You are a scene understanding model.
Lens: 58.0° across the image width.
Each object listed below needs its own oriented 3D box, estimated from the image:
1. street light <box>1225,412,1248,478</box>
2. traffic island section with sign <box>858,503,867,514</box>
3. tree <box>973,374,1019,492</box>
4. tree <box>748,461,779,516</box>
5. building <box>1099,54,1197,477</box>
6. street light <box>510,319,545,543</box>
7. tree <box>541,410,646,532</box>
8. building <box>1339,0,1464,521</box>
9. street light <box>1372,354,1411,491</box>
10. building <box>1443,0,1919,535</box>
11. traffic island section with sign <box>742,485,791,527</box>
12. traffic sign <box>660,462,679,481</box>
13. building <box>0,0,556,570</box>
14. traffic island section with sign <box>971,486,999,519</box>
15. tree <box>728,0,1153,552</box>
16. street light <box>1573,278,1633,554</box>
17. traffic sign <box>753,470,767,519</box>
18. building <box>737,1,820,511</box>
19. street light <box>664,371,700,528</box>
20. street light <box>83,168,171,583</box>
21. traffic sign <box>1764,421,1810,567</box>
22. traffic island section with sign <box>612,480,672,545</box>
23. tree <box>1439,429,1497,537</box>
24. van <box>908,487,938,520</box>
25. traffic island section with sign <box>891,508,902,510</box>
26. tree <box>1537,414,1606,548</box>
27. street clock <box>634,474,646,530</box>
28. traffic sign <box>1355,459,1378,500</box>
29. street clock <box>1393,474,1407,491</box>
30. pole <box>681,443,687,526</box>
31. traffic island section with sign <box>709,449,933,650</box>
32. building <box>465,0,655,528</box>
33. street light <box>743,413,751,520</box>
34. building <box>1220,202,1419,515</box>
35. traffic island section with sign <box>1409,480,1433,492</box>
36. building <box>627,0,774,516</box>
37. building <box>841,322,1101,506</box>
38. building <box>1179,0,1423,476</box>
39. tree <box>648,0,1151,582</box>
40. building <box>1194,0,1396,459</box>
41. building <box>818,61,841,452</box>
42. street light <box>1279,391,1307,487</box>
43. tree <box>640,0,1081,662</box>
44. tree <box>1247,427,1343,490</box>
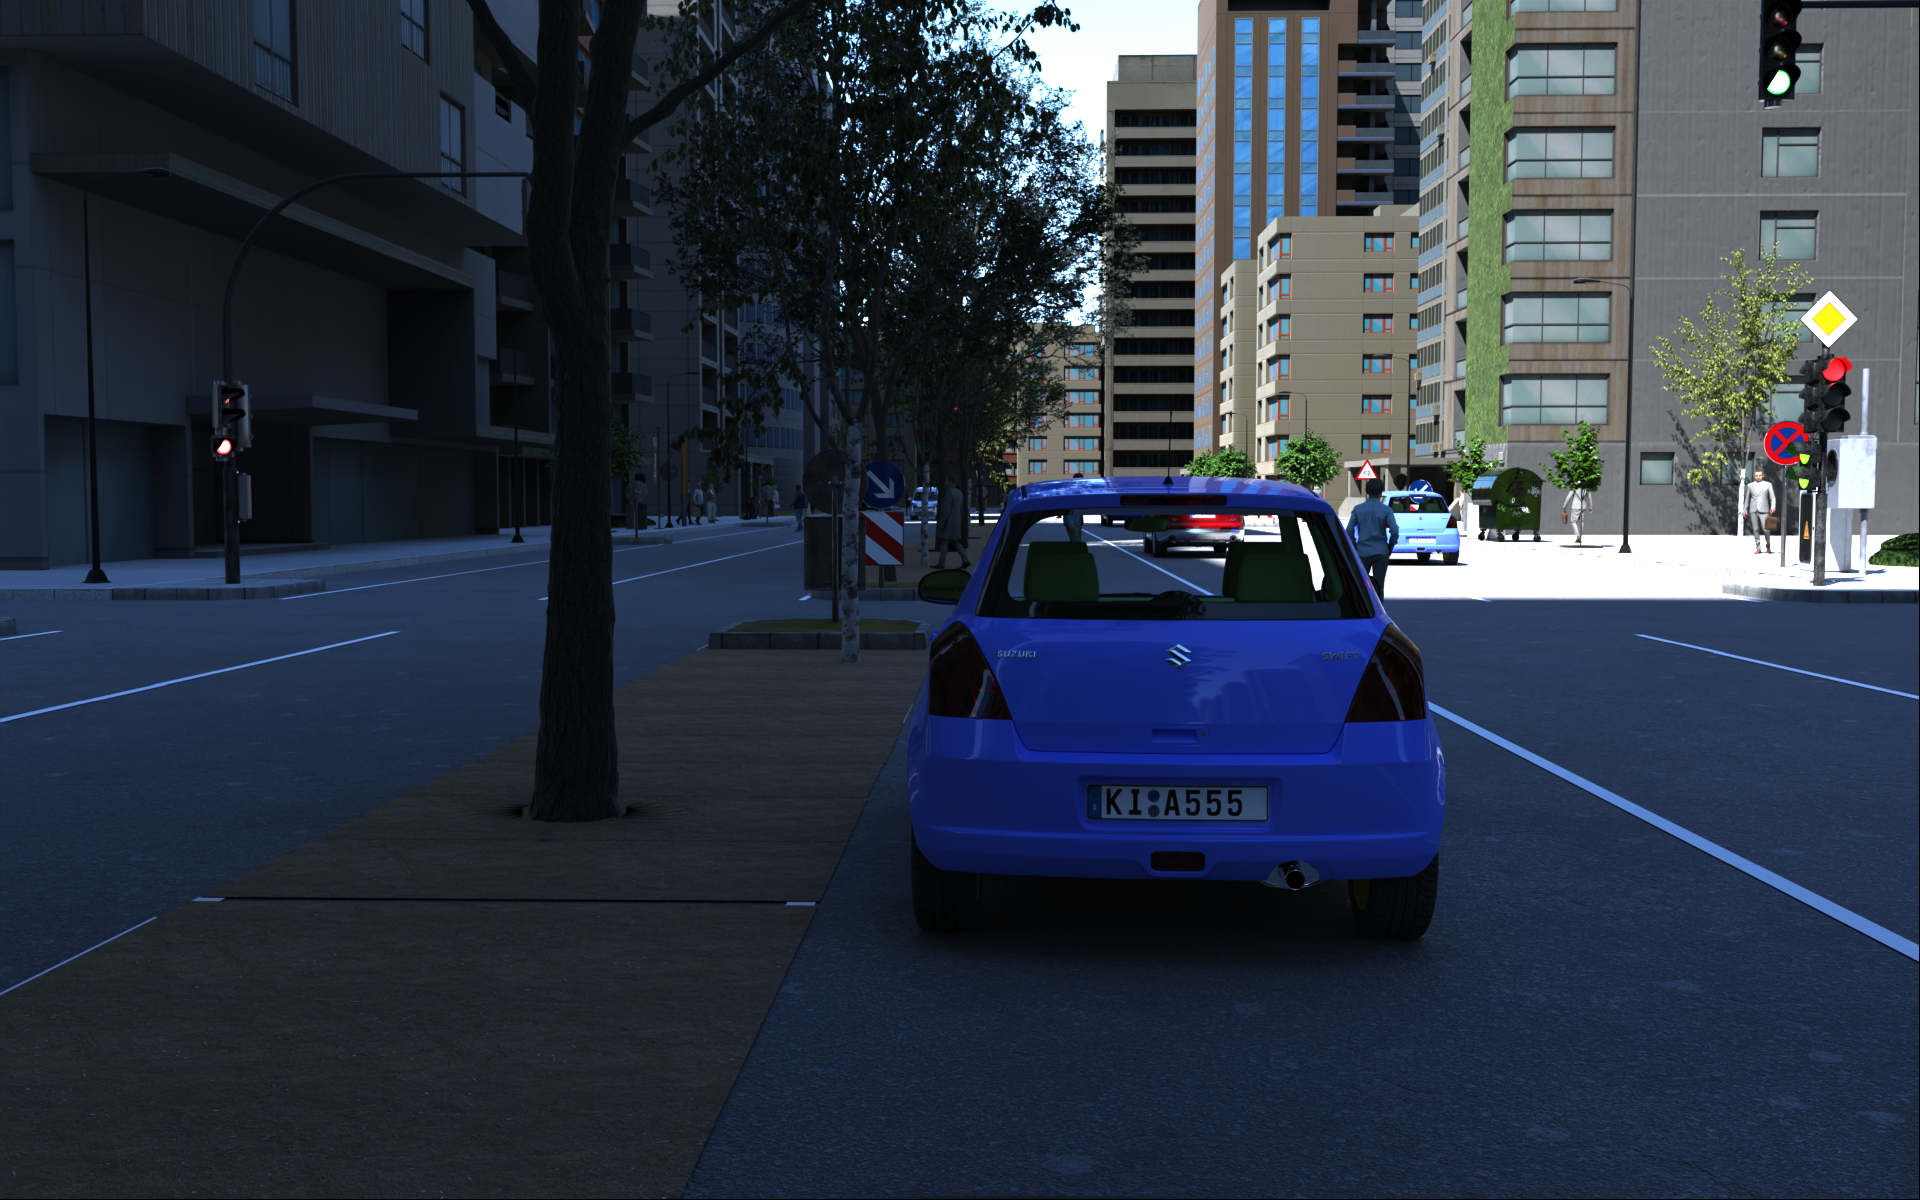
[{"bbox_3d":[15.726,-7.694,98.332,1.470,5.913,1.316,0,4,2],"label":"street light"},{"bbox_3d":[-7.034,-7.211,126.524,1.989,1.847,2.006,0,4,2],"label":"traffic island section with sign"},{"bbox_3d":[1.059,-8.076,84.858,4.737,8.622,4.395,0,3,0],"label":"tree"},{"bbox_3d":[-11.337,-6.446,99.997,1.663,3.219,1.824,0,3,0],"label":"tree"},{"bbox_3d":[26.383,-34.950,195.128,21.600,48.544,21.300,0,4,2],"label":"building"},{"bbox_3d":[-11.145,-4.466,45.555,1.470,5.913,1.316,0,4,2],"label":"street light"},{"bbox_3d":[-12.335,-4.553,58.152,4.285,4.588,4.351,0,3,0],"label":"tree"},{"bbox_3d":[36.603,-24.110,86.082,32.217,40.220,23.993,0,4,2],"label":"building"},{"bbox_3d":[14.405,-5.210,57.720,1.470,5.913,1.316,0,4,2],"label":"street light"},{"bbox_3d":[24.257,-22.986,59.422,14.154,41.232,14.086,0,4,2],"label":"building"},{"bbox_3d":[-8.540,-4.163,76.695,1.989,1.847,2.006,0,4,2],"label":"traffic island section with sign"},{"bbox_3d":[-11.373,-4.135,67.705,0.768,2.556,0.104,0,4,6],"label":"traffic sign"},{"bbox_3d":[-26.132,-27.576,40.102,28.713,52.752,27.495,0,4,2],"label":"building"},{"bbox_3d":[1.218,-5.576,99.298,2.006,1.907,1.989,0,4,2],"label":"traffic island section with sign"},{"bbox_3d":[-0.425,-7.921,42.338,12.009,13.543,11.850,0,3,0],"label":"tree"},{"bbox_3d":[13.869,-3.964,37.348,1.470,5.913,1.316,0,4,2],"label":"street light"},{"bbox_3d":[-10.470,-5.538,90.644,0.768,2.556,0.104,1,4,10],"label":"traffic sign"},{"bbox_3d":[-22.951,-36.206,133.967,21.231,58.520,28.212,0,4,2],"label":"building"},{"bbox_3d":[-10.514,-5.696,65.663,1.470,5.913,1.316,0,4,2],"label":"street light"},{"bbox_3d":[-11.931,-3.197,24.818,1.470,5.913,1.316,0,4,2],"label":"street light"},{"bbox_3d":[14.408,-1.844,30.254,0.768,2.556,0.104,1,4,9],"label":"traffic sign"},{"bbox_3d":[-9.352,-2.515,49.752,1.989,1.847,2.006,0,4,2],"label":"traffic island section with sign"},{"bbox_3d":[15.445,-3.499,51.804,1.663,3.219,1.824,0,3,0],"label":"tree"},{"bbox_3d":[-1.856,-5.487,96.724,2.013,2.044,4.112,0,4,3],"label":"van"},{"bbox_3d":[-6.204,-8.859,153.467,1.989,1.847,2.006,0,4,2],"label":"traffic island section with sign"},{"bbox_3d":[14.972,-2.868,41.493,1.663,3.219,1.824,0,3,0],"label":"tree"},{"bbox_3d":[-11.457,-3.515,62.033,0.358,2.002,0.471,-2,4,-35],"label":"street clock"},{"bbox_3d":[15.161,-3.950,64.584,0.884,2.594,0.081,0,4,3],"label":"traffic sign"},{"bbox_3d":[15.696,-3.497,61.743,0.471,2.002,0.358,0,4,-6],"label":"street clock"},{"bbox_3d":[-10.993,-4.593,68.940,0.158,3.312,0.155,0,3,0],"label":"pole"},{"bbox_3d":[-1.279,-0.529,16.790,2.006,1.907,1.989,0,4,2],"label":"traffic island section with sign"},{"bbox_3d":[-26.157,-25.801,76.477,22.147,44.769,28.867,0,4,2],"label":"building"},{"bbox_3d":[-10.032,-6.926,85.776,1.470,5.913,1.316,0,4,2],"label":"street light"},{"bbox_3d":[33.960,-16.947,122.130,27.650,21.520,28.899,0,4,2],"label":"building"},{"bbox_3d":[12.751,-2.472,49.041,1.989,1.847,2.006,0,4,2],"label":"traffic island section with sign"},{"bbox_3d":[-22.763,-41.036,109.197,20.563,71.187,20.611,0,4,2],"label":"building"},{"bbox_3d":[1.085,-21.696,199.774,28.899,21.520,27.650,0,4,2],"label":"building"},{"bbox_3d":[31.829,-44.154,160.166,20.563,71.187,20.611,0,4,2],"label":"building"},{"bbox_3d":[-1.133,-5.580,28.104,8.767,10.594,7.601,0,4,2],"label":"tree"},{"bbox_3d":[27.167,-30.169,143.377,14.600,45.320,14.200,0,4,2],"label":"building"},{"bbox_3d":[-18.714,-29.469,165.405,14.086,41.232,14.154,0,4,2],"label":"building"},{"bbox_3d":[15.025,-6.450,77.992,1.470,5.913,1.316,0,4,2],"label":"street light"},{"bbox_3d":[-0.940,-3.785,14.709,4.360,8.622,3.978,0,3,0],"label":"tree"},{"bbox_3d":[17.076,-6.205,85.171,4.285,4.588,4.351,0,3,0],"label":"tree"}]
